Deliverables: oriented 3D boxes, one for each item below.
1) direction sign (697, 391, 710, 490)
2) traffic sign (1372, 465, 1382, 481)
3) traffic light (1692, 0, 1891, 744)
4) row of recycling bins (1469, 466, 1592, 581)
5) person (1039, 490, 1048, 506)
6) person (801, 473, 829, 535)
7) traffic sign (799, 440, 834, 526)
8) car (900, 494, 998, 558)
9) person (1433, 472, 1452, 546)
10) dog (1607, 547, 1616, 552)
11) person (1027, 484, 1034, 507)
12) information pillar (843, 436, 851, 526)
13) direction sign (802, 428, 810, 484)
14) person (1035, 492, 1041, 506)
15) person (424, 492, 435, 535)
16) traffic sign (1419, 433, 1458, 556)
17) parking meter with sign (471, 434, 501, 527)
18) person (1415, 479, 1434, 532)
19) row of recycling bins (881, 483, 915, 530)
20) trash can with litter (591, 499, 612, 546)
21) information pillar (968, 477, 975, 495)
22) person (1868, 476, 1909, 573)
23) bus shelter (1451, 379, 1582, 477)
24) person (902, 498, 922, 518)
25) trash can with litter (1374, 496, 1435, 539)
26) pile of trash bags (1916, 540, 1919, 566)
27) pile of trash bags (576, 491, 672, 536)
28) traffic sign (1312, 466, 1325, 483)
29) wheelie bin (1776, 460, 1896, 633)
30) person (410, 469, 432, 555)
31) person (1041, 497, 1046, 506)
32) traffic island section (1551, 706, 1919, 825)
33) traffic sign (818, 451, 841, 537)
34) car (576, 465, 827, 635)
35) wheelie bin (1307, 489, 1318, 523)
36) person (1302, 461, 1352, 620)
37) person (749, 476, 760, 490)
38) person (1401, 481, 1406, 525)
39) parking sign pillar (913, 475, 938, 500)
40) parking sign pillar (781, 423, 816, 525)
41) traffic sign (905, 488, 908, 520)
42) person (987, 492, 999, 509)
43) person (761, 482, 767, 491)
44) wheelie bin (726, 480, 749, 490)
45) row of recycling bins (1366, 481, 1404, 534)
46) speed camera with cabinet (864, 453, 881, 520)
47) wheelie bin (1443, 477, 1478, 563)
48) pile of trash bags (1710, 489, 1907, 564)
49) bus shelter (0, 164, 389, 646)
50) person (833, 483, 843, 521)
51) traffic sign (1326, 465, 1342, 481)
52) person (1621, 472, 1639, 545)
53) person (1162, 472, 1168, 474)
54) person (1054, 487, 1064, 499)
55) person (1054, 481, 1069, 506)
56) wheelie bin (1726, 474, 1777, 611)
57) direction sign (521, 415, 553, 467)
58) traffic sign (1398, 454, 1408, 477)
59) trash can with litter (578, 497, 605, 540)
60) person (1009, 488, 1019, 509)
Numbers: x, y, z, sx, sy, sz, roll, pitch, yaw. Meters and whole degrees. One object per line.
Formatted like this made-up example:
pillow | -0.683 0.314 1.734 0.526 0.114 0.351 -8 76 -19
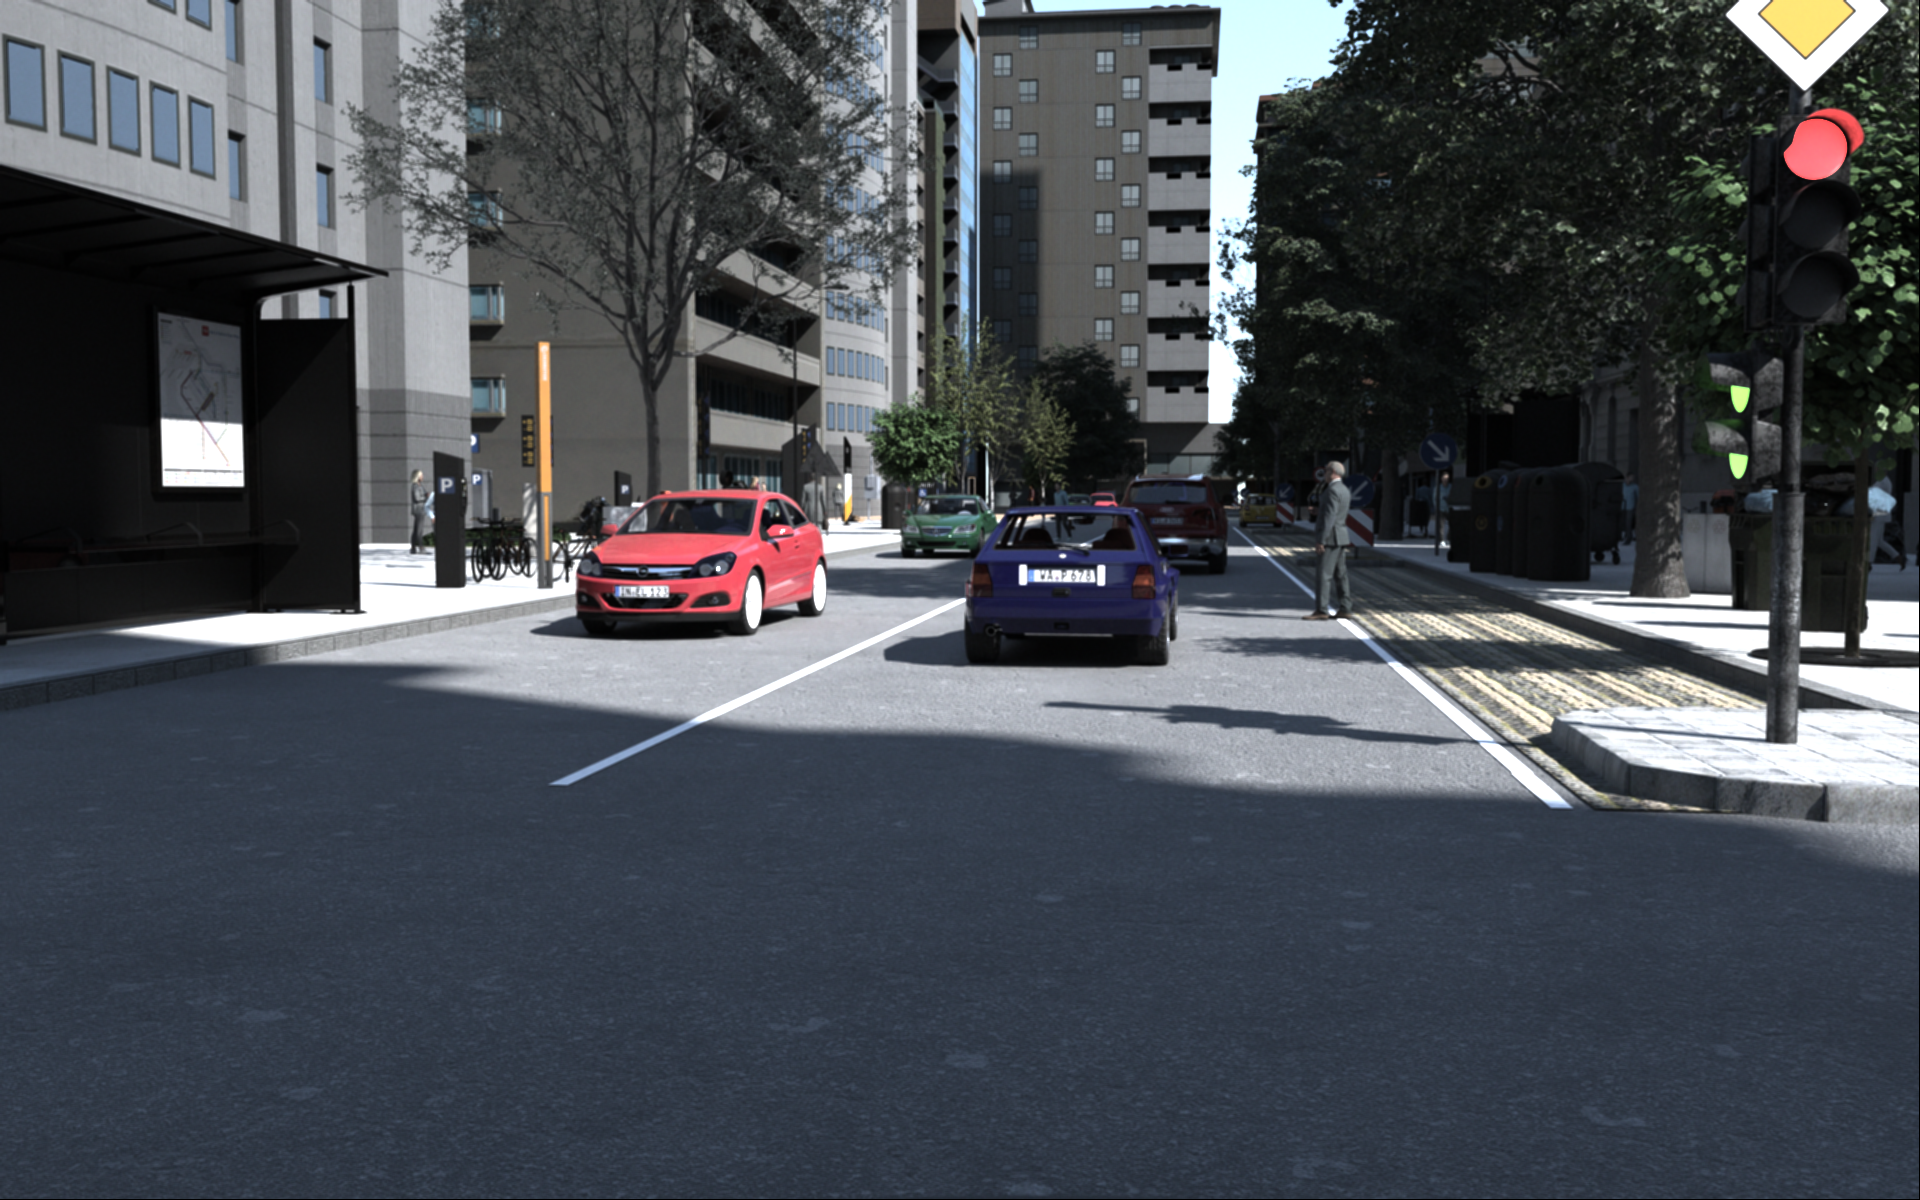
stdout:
direction sign | -5.703 -2.849 38.586 0.379 3.537 0.876 -2 4 -25
traffic sign | 17.651 -4.425 72.360 0.884 2.594 0.081 1 4 17
traffic light | 4.229 -1.218 8.841 0.839 4.253 0.868 0 4 8
row of recycling bins | 8.917 -1.223 27.105 1.069 1.692 3.534 0 4 -1
person | 6.361 -7.638 131.754 0.721 1.723 1.217 3 4 38
person | -3.664 -2.300 43.755 0.694 1.812 0.767 0 4 -5
traffic sign | -3.478 -2.565 41.939 0.884 2.594 0.081 1 4 9
car | -0.191 -1.747 40.364 2.131 1.459 4.920 1 4 8
person | 12.109 -2.267 43.130 0.660 1.820 0.620 0 4 3
dog | 14.345 -1.310 38.247 0.540 0.507 0.406 2 4 31
person | 4.015 -5.622 97.928 0.705 1.831 1.348 0 4 -6
information pillar | -4.580 -4.841 70.507 0.183 3.616 0.504 2 4 25
direction sign | -5.301 -4.143 59.735 0.379 3.537 0.876 1 4 13
person | 5.514 -6.916 122.382 0.557 1.426 1.065 2 4 26
person | -8.867 -1.335 29.683 0.589 1.601 0.330 -2 4 -26
traffic sign | 9.925 -2.193 35.970 0.768 2.556 0.104 1 4 15
parking meter with sign | -14.033 -3.341 50.887 0.543 3.016 1.738 0 4 8
person | 15.477 -3.143 57.768 0.601 1.785 0.444 1 4 22
row of recycling bins | -2.323 -3.500 64.342 1.069 1.692 3.534 0 4 6
trash can with litter | -8.219 -1.828 41.271 1.055 1.170 0.624 -2 4 -29
information pillar | 0.506 -4.383 76.148 0.304 2.012 0.304 0 4 -5
person | 14.949 -1.352 28.028 0.818 1.842 0.514 1 4 16
bus shelter | 11.915 -2.822 37.423 1.731 3.624 6.357 0 4 8
person | -1.581 -3.062 61.602 1.012 1.151 0.738 1 4 10
trash can with litter | 12.931 -2.409 50.438 2.233 1.210 1.678 0 4 -8
pile of trash bags | 18.590 -1.238 29.991 3.447 1.369 1.912 1 4 18
pile of trash bags | -10.027 -2.620 52.584 3.447 1.369 1.912 2 4 31
traffic sign | 16.551 -4.854 79.464 0.768 2.556 0.104 1 4 14
wheelie bin | 8.197 -0.508 16.208 0.980 1.594 0.693 2 4 24
person | -11.419 -1.867 36.747 0.526 1.800 0.537 0 4 1
person | 3.499 -3.647 72.405 0.394 1.301 0.425 -2 4 -35
traffic island section | 4.267 0.815 8.950 2.009 0.180 2.903 0 4 8
traffic sign | -4.009 -3.195 52.248 0.884 2.594 0.081 1 4 11
car | -2.742 -0.609 19.005 2.155 1.783 4.494 1 4 9
wheelie bin | 15.984 -4.276 77.819 0.693 1.594 0.980 0 4 5
person | 4.176 -0.679 19.772 0.590 1.801 0.661 2 4 30
person | -6.310 -2.890 53.277 0.573 1.828 0.580 -2 4 -29
person | 18.108 -4.004 71.529 0.620 1.820 0.660 -1 4 -21
parking sign pillar | -1.635 -5.386 76.535 1.447 3.967 1.447 0 4 5
parking sign pillar | -6.080 -4.697 65.270 1.447 3.967 1.447 -1 4 -14
traffic sign | -1.878 -3.715 60.854 0.768 2.556 0.104 1 4 15
person | 2.747 -8.484 145.469 1.217 1.743 0.721 3 4 36
person | -7.035 -3.371 62.161 0.512 1.701 0.522 1 4 21
wheelie bin | -5.154 -1.988 40.415 0.693 1.594 0.980 -2 4 -29
row of recycling bins | 14.014 -3.044 56.877 1.069 1.692 3.534 1 4 21
speed camera with cabinet | -3.610 -5.505 84.345 2.038 3.252 0.660 1 4 17
wheelie bin | 9.540 -1.505 32.519 0.980 1.594 0.693 3 4 36
pile of trash bags | 16.208 -1.432 33.161 3.447 1.369 1.912 2 4 30
bus shelter | -7.298 -1.481 15.499 1.731 3.624 6.357 0 4 8
person | -5.889 -4.742 83.755 0.537 1.800 0.526 1 4 18
traffic sign | 13.041 -3.566 60.430 0.606 2.300 0.079 1 4 13
person | 16.827 -2.300 43.507 0.748 1.841 0.638 -3 5 -40
person | 4.460 -1.823 37.673 0.474 1.900 0.648 2 4 30
person | 6.716 -6.658 115.416 0.721 1.766 1.217 -3 5 -43
person | 3.160 -2.736 53.248 0.620 1.820 0.660 -3 5 -42
wheelie bin | 8.903 -0.687 19.142 0.693 1.594 0.980 0 4 0
direction sign | -12.133 -3.534 49.785 0.876 3.537 0.379 0 4 -5
traffic sign | 13.748 -3.341 54.736 0.768 2.556 0.104 1 4 15
trash can with litter | -9.913 -2.303 48.709 1.678 1.210 2.233 1 4 8
person | 4.355 -8.149 139.808 0.617 1.759 0.750 2 4 28
